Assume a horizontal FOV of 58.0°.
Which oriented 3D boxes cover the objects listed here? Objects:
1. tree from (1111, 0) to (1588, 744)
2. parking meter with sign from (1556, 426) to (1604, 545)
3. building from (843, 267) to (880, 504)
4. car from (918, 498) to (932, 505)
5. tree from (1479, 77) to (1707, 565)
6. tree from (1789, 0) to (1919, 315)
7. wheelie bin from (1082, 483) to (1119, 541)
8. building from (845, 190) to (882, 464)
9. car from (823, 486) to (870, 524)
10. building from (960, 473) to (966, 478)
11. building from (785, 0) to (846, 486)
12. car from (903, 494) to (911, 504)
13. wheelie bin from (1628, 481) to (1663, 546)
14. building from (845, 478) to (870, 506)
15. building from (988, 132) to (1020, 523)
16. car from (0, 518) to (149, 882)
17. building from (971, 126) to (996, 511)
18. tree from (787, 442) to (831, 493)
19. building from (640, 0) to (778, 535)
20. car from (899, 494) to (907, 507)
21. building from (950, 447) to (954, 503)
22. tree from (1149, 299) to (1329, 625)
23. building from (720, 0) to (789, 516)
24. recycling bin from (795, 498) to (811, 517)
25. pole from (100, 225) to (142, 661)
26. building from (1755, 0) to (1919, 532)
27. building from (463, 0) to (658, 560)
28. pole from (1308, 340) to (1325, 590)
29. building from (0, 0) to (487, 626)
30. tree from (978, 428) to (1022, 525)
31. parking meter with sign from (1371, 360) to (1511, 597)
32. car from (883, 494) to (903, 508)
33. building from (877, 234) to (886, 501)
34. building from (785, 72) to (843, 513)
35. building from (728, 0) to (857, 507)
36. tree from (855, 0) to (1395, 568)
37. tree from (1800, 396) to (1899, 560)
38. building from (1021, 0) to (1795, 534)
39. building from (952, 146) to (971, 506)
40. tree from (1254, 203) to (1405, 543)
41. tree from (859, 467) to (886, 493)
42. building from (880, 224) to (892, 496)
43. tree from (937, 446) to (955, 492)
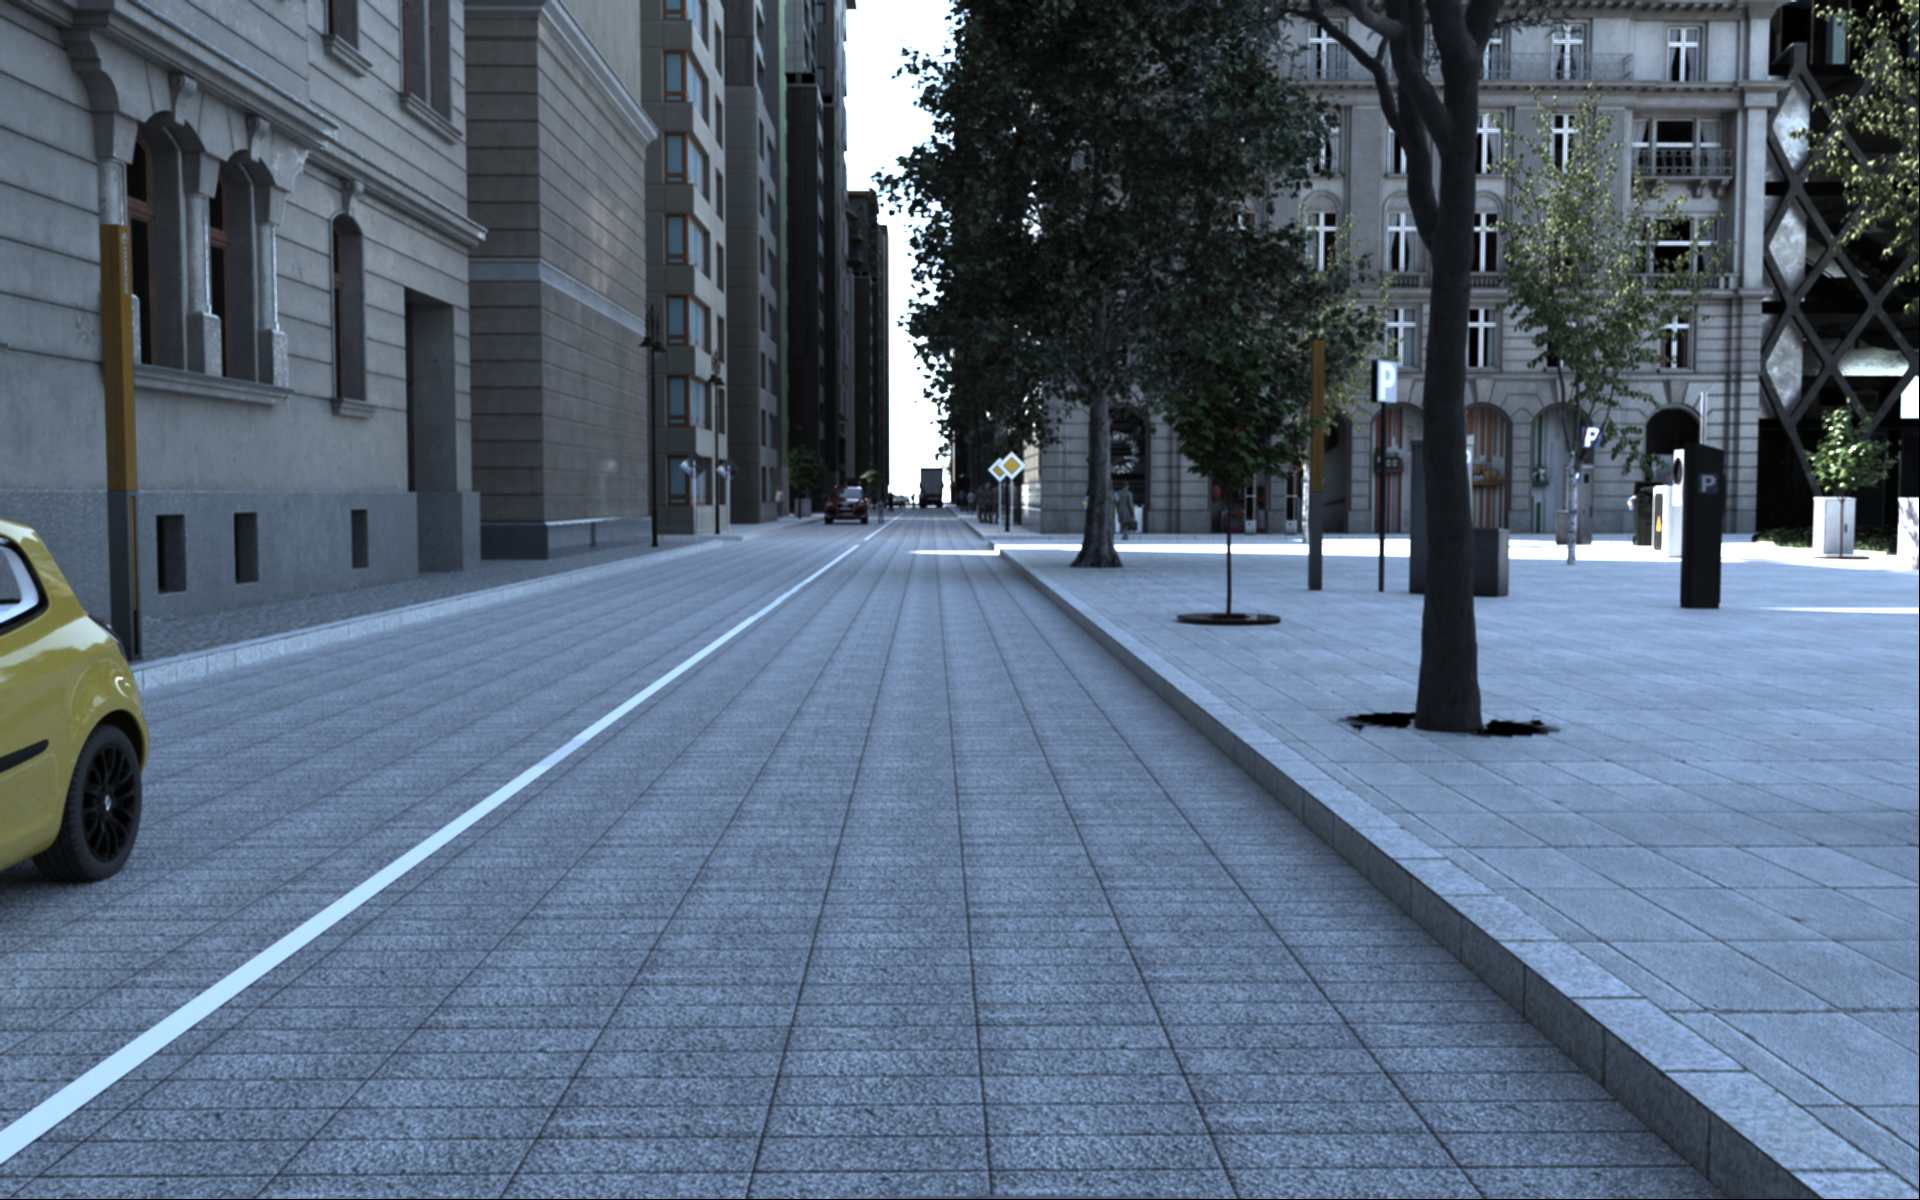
[{"bbox_3d":[2.608,-6.046,9.229,12.009,13.543,11.850,0,3,0],"label":"tree"},{"bbox_3d":[15.790,-2.933,44.210,0.543,3.016,1.738,3,5,43],"label":"parking meter with sign"},{"bbox_3d":[-17.482,-27.474,220.899,14.160,30.474,14.107,0,4,-1],"label":"building"},{"bbox_3d":[-4.447,-12.875,223.083,1.945,1.354,3.894,0,4,0],"label":"car"},{"bbox_3d":[11.196,-4.933,31.012,4.737,8.622,4.395,0,3,0],"label":"tree"},{"bbox_3d":[12.786,-4.368,21.782,4.737,8.622,4.395,0,3,0],"label":"tree"},{"bbox_3d":[3.682,-2.262,44.891,0.980,1.594,0.693,-1,4,-18],"label":"wheelie bin"},{"bbox_3d":[-22.298,-35.974,242.803,22.147,44.769,28.867,0,4,-1],"label":"building"},{"bbox_3d":[-5.503,-4.617,84.160,2.281,1.827,5.304,0,4,-2],"label":"car"},{"bbox_3d":[12.052,-34.001,175.532,23.786,49.044,30.456,0,4,-1],"label":"building"},{"bbox_3d":[-19.776,-42.830,138.515,20.563,71.187,20.611,0,4,-1],"label":"building"},{"bbox_3d":[-8.488,-15.344,263.236,2.083,1.381,4.827,0,3,0],"label":"car"},{"bbox_3d":[17.036,-2.133,42.776,0.980,1.594,0.693,1,4,13],"label":"wheelie bin"},{"bbox_3d":[-26.271,-30.482,190.266,32.217,40.220,23.993,0,4,-1],"label":"building"},{"bbox_3d":[8.402,-18.312,85.301,13.634,28.700,20.117,0,4,-1],"label":"building"},{"bbox_3d":[-3.949,0.318,5.027,2.015,1.641,3.980,0,4,-2],"label":"car"},{"bbox_3d":[7.818,-27.754,137.368,14.154,41.232,14.086,0,4,-1],"label":"building"},{"bbox_3d":[-9.814,-7.668,109.088,4.285,4.588,4.351,0,3,0],"label":"tree"},{"bbox_3d":[-22.345,-13.634,67.956,27.650,21.520,28.899,0,4,-1],"label":"building"},{"bbox_3d":[-6.768,-10.803,186.854,2.015,1.641,3.980,0,4,-3],"label":"car"},{"bbox_3d":[12.335,-26.334,275.593,27.650,21.520,28.899,0,4,-1],"label":"building"},{"bbox_3d":[2.836,-1.388,17.302,1.663,3.219,1.824,0,3,0],"label":"tree"},{"bbox_3d":[-17.267,-25.278,96.882,14.154,41.232,14.086,0,4,-1],"label":"building"},{"bbox_3d":[-8.979,-5.285,98.964,0.722,1.027,0.722,2,4,25],"label":"recycling bin"},{"bbox_3d":[-6.422,-1.187,13.257,0.158,3.312,0.155,0,3,0],"label":"pole"},{"bbox_3d":[34.418,-11.958,62.972,16.811,18.784,16.820,0,4,-1],"label":"building"},{"bbox_3d":[-17.897,-15.501,39.345,20.117,28.700,13.634,0,4,-1],"label":"building"},{"bbox_3d":[4.749,-1.788,23.073,0.158,3.312,0.155,0,3,0],"label":"pole"},{"bbox_3d":[-14.236,-14.081,17.618,14.401,28.519,23.554,0,4,-1],"label":"building"},{"bbox_3d":[2.597,-5.401,72.015,4.285,4.588,4.351,0,3,0],"label":"tree"},{"bbox_3d":[6.165,-1.585,22.170,1.738,3.016,0.543,3,5,41],"label":"parking meter with sign"},{"bbox_3d":[-6.901,-10.189,178.385,2.131,1.459,4.920,0,4,-2],"label":"car"},{"bbox_3d":[-18.590,-35.524,264.414,14.154,41.232,14.086,0,4,-1],"label":"building"},{"bbox_3d":[-15.742,-21.260,119.295,14.160,30.474,14.107,0,4,-1],"label":"building"},{"bbox_3d":[-24.446,-35.093,163.010,28.713,52.752,27.495,0,4,-1],"label":"building"},{"bbox_3d":[2.494,-6.932,30.352,9.611,12.733,9.660,0,3,0],"label":"tree"},{"bbox_3d":[17.391,-2.415,34.094,1.663,3.219,1.824,0,3,0],"label":"tree"},{"bbox_3d":[14.017,-13.397,60.840,24.055,21.916,13.314,0,4,-1],"label":"building"},{"bbox_3d":[5.895,-35.210,225.797,14.600,45.320,14.200,0,4,-1],"label":"building"},{"bbox_3d":[9.220,-5.776,44.797,4.737,8.622,4.395,0,3,0],"label":"tree"},{"bbox_3d":[-10.456,-13.646,206.829,4.285,4.588,4.351,0,3,0],"label":"tree"},{"bbox_3d":[-18.310,-38.430,278.438,14.600,45.320,14.200,0,4,-1],"label":"building"},{"bbox_3d":[-0.656,-16.130,214.081,4.737,8.622,4.395,0,3,0],"label":"tree"}]
